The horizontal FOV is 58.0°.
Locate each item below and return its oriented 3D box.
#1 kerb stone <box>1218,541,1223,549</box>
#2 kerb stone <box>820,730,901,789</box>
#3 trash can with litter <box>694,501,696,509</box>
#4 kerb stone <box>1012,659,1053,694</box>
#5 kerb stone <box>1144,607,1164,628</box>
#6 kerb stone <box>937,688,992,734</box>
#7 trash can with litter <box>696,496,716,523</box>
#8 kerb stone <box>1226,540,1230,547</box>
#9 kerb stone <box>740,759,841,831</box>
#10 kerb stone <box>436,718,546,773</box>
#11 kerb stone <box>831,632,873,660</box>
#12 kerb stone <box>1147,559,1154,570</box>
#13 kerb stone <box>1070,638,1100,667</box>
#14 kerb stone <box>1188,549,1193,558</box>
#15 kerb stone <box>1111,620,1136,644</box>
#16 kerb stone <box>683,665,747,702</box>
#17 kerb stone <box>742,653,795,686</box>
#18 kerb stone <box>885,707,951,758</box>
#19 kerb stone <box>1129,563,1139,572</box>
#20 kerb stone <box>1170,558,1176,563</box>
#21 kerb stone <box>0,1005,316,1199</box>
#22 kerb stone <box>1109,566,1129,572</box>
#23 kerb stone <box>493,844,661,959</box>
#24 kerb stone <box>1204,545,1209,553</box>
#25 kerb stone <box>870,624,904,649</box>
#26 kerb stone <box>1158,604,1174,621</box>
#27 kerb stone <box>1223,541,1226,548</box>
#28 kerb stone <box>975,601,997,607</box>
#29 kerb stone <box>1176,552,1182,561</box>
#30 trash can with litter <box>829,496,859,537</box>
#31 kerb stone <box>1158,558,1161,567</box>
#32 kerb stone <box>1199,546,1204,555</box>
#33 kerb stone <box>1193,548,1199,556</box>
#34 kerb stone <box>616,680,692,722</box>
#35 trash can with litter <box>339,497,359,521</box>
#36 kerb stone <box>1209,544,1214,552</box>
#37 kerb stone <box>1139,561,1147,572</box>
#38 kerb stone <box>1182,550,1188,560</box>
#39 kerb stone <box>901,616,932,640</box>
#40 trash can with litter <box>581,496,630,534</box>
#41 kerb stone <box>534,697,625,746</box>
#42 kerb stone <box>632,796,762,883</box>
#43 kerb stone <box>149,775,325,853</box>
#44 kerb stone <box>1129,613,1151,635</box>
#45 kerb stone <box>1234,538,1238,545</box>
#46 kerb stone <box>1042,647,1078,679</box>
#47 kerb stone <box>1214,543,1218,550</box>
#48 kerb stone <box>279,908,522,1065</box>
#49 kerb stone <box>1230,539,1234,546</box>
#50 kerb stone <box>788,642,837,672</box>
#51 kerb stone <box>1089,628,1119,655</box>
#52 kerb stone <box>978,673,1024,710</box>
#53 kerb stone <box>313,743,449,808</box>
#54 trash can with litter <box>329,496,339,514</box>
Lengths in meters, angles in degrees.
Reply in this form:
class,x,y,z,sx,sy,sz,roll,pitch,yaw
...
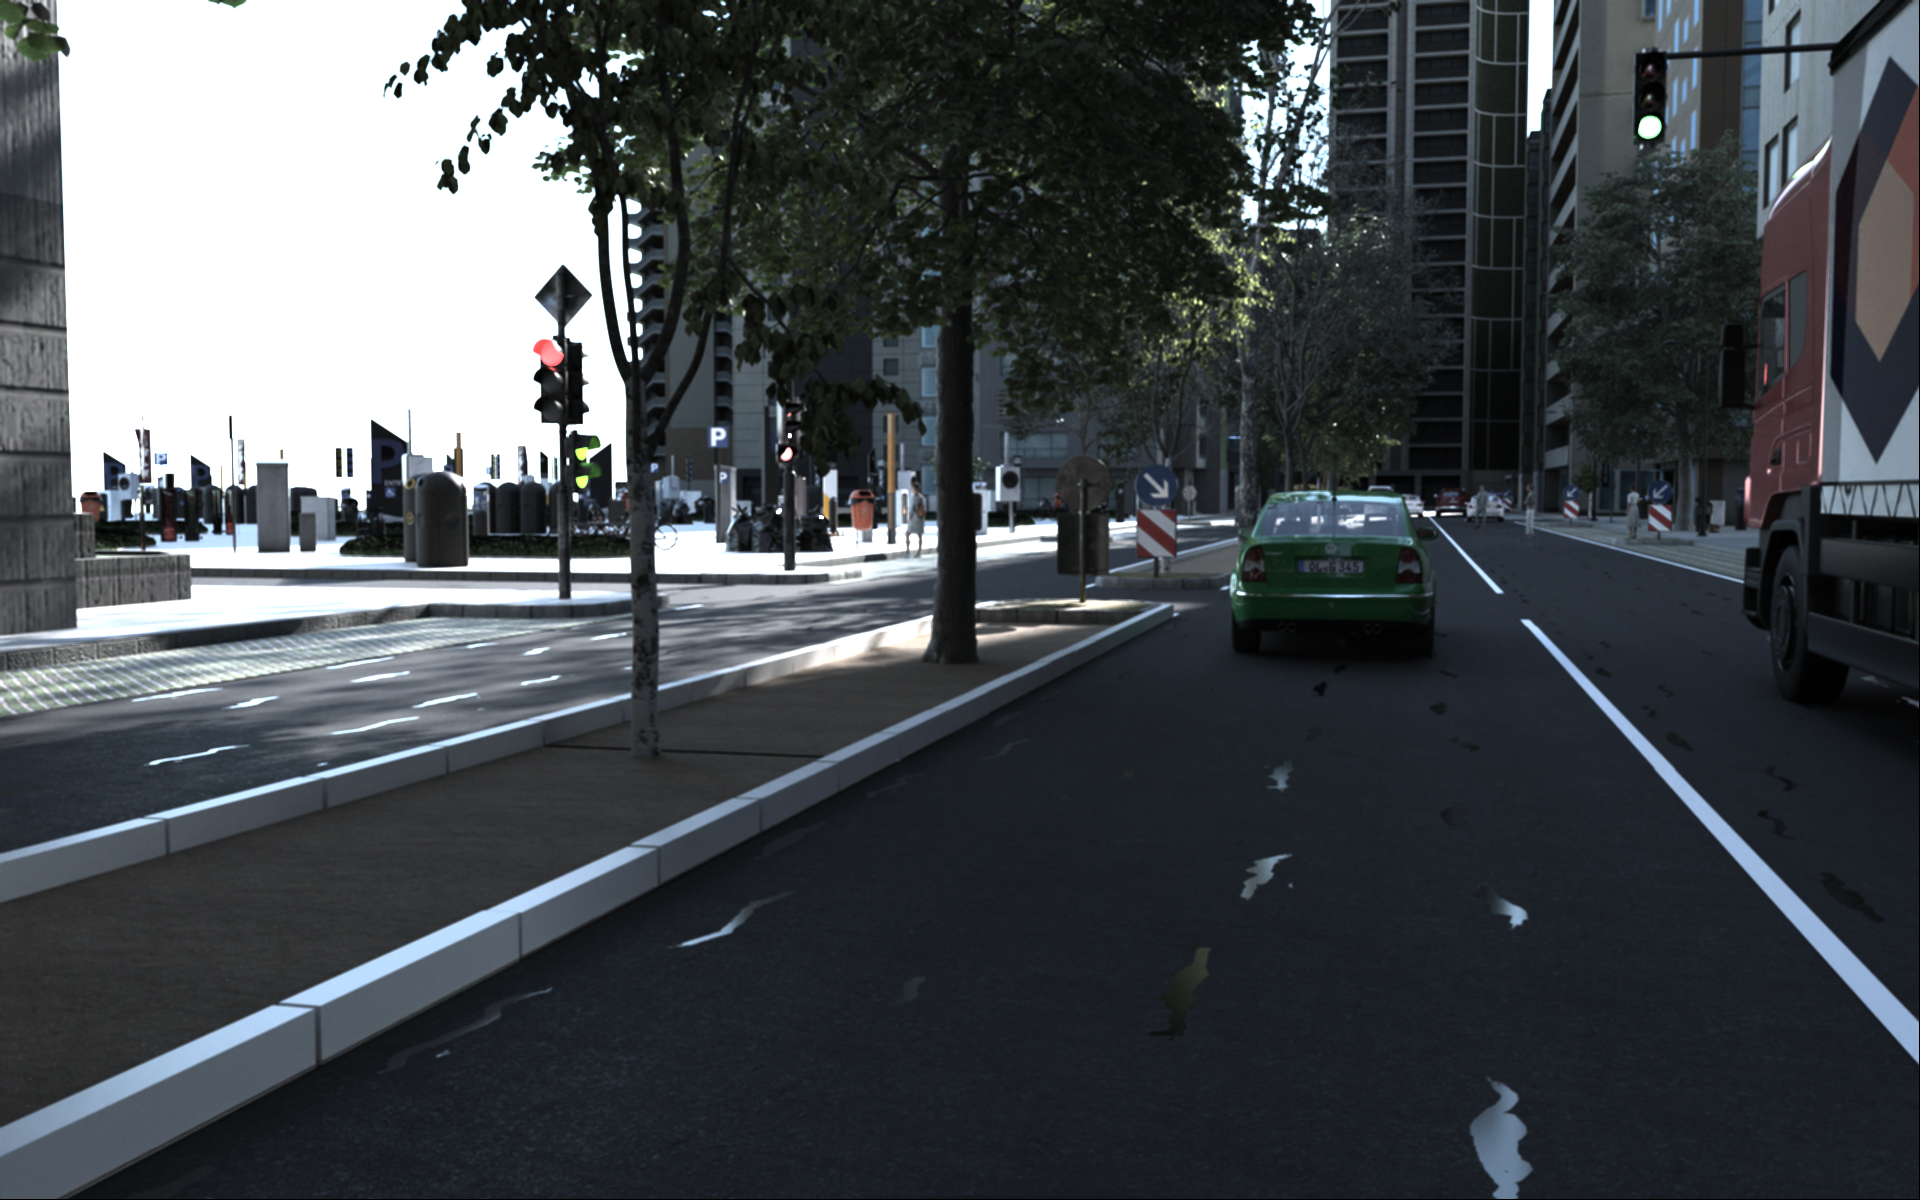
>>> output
class,x,y,z,sx,sy,sz,roll,pitch,yaw
kerb stone,6.584,-1.370,44.599,0.120,0.150,1.000,1,4,14
kerb stone,-0.511,0.819,8.814,0.120,0.150,1.000,1,4,14
trash can with litter,-12.748,-4.415,83.571,1.055,1.170,0.624,2,4,23
kerb stone,0.511,0.580,12.776,0.120,0.150,1.000,1,4,14
kerb stone,2.047,0.212,18.721,0.120,0.150,1.000,1,4,14
kerb stone,0.006,0.697,10.792,0.120,0.150,1.000,1,4,14
trash can with litter,-10.888,-3.949,75.955,0.624,1.170,1.055,2,4,34
kerb stone,7.091,-1.492,46.583,0.120,0.150,1.000,1,4,14
kerb stone,-0.767,0.882,7.819,0.120,0.150,1.000,1,4,14
kerb stone,-2.541,0.788,9.334,0.120,0.150,1.000,1,4,14
kerb stone,-1.001,0.422,15.298,0.120,0.150,1.000,1,4,14
kerb stone,3.496,-0.642,32.684,0.120,0.150,1.000,1,4,14
kerb stone,1.026,0.459,14.755,0.120,0.150,1.000,1,4,14
kerb stone,5.024,-1.006,38.643,0.120,0.150,1.000,1,4,14
kerb stone,1.536,0.334,16.739,0.120,0.150,1.000,1,4,14
kerb stone,-1.775,0.607,12.319,0.120,0.150,1.000,1,4,14
kerb stone,-1.514,0.546,13.307,0.120,0.150,1.000,1,4,14
kerb stone,-0.254,0.758,9.803,0.120,0.150,1.000,1,4,14
kerb stone,2.987,-0.518,30.693,0.120,0.150,1.000,1,4,14
kerb stone,4.268,-0.822,35.661,0.120,0.150,1.000,1,4,14
kerb stone,-1.791,1.122,3.852,0.120,0.150,1.000,1,4,14
kerb stone,2.724,-0.459,29.705,0.120,0.150,1.000,1,4,14
kerb stone,-1.282,1.006,5.832,0.120,0.150,1.000,1,4,14
kerb stone,5.809,-1.188,41.617,0.120,0.150,1.000,1,4,14
kerb stone,-0.747,0.361,16.296,0.120,0.150,1.000,1,4,14
kerb stone,2.308,0.153,19.715,0.120,0.150,1.000,1,4,14
kerb stone,6.834,-1.431,45.591,0.120,0.150,1.000,1,4,14
kerb stone,0.285,0.122,20.262,0.120,0.150,1.000,1,4,14
kerb stone,4.526,-0.885,36.660,0.120,0.150,1.000,1,4,14
trash can with litter,-3.693,-2.531,52.446,1.678,1.210,2.233,0,4,2
kerb stone,3.750,-0.702,33.675,0.120,0.150,1.000,1,4,14
kerb stone,5.545,-1.126,40.621,0.120,0.150,1.000,1,4,14
kerb stone,5.289,-1.066,39.631,0.120,0.150,1.000,1,4,14
kerb stone,-2.027,0.665,11.317,0.120,0.150,1.000,1,4,14
trash can with litter,-20.985,-2.951,59.641,0.624,1.170,1.055,-1,4,-10
kerb stone,6.063,-1.249,42.612,0.120,0.150,1.000,1,4,14
kerb stone,3.243,-0.580,31.684,0.120,0.150,1.000,1,4,14
kerb stone,4.779,-0.945,37.651,0.120,0.150,1.000,1,4,14
kerb stone,-0.489,0.300,17.285,0.120,0.150,1.000,1,4,14
trash can with litter,-10.792,-2.531,52.441,2.233,1.210,1.678,-1,4,-23
kerb stone,-2.286,0.726,10.327,0.120,0.150,1.000,1,4,14
kerb stone,-1.028,0.943,6.828,0.120,0.150,1.000,1,4,14
kerb stone,-3.061,0.908,7.351,0.120,0.150,1.000,1,4,14
kerb stone,1.794,0.273,17.731,0.120,0.150,1.000,1,4,14
kerb stone,7.604,-1.613,48.568,0.120,0.150,1.000,1,4,14
kerb stone,0.766,0.516,13.766,0.120,0.150,1.000,1,4,14
kerb stone,6.318,-1.310,43.612,0.120,0.150,1.000,1,4,14
kerb stone,-1.535,1.061,4.841,0.120,0.150,1.000,1,4,14
kerb stone,7.346,-1.552,47.578,0.120,0.150,1.000,1,4,14
kerb stone,-1.257,0.483,14.302,0.120,0.150,1.000,1,4,14
kerb stone,1.283,0.395,15.744,0.120,0.150,1.000,1,4,14
kerb stone,0.254,0.638,11.784,0.120,0.150,1.000,1,4,14
kerb stone,-2.799,0.849,8.344,0.120,0.150,1.000,1,4,14
trash can with litter,-29.958,-4.312,81.562,2.233,1.210,1.678,-3,4,-36
